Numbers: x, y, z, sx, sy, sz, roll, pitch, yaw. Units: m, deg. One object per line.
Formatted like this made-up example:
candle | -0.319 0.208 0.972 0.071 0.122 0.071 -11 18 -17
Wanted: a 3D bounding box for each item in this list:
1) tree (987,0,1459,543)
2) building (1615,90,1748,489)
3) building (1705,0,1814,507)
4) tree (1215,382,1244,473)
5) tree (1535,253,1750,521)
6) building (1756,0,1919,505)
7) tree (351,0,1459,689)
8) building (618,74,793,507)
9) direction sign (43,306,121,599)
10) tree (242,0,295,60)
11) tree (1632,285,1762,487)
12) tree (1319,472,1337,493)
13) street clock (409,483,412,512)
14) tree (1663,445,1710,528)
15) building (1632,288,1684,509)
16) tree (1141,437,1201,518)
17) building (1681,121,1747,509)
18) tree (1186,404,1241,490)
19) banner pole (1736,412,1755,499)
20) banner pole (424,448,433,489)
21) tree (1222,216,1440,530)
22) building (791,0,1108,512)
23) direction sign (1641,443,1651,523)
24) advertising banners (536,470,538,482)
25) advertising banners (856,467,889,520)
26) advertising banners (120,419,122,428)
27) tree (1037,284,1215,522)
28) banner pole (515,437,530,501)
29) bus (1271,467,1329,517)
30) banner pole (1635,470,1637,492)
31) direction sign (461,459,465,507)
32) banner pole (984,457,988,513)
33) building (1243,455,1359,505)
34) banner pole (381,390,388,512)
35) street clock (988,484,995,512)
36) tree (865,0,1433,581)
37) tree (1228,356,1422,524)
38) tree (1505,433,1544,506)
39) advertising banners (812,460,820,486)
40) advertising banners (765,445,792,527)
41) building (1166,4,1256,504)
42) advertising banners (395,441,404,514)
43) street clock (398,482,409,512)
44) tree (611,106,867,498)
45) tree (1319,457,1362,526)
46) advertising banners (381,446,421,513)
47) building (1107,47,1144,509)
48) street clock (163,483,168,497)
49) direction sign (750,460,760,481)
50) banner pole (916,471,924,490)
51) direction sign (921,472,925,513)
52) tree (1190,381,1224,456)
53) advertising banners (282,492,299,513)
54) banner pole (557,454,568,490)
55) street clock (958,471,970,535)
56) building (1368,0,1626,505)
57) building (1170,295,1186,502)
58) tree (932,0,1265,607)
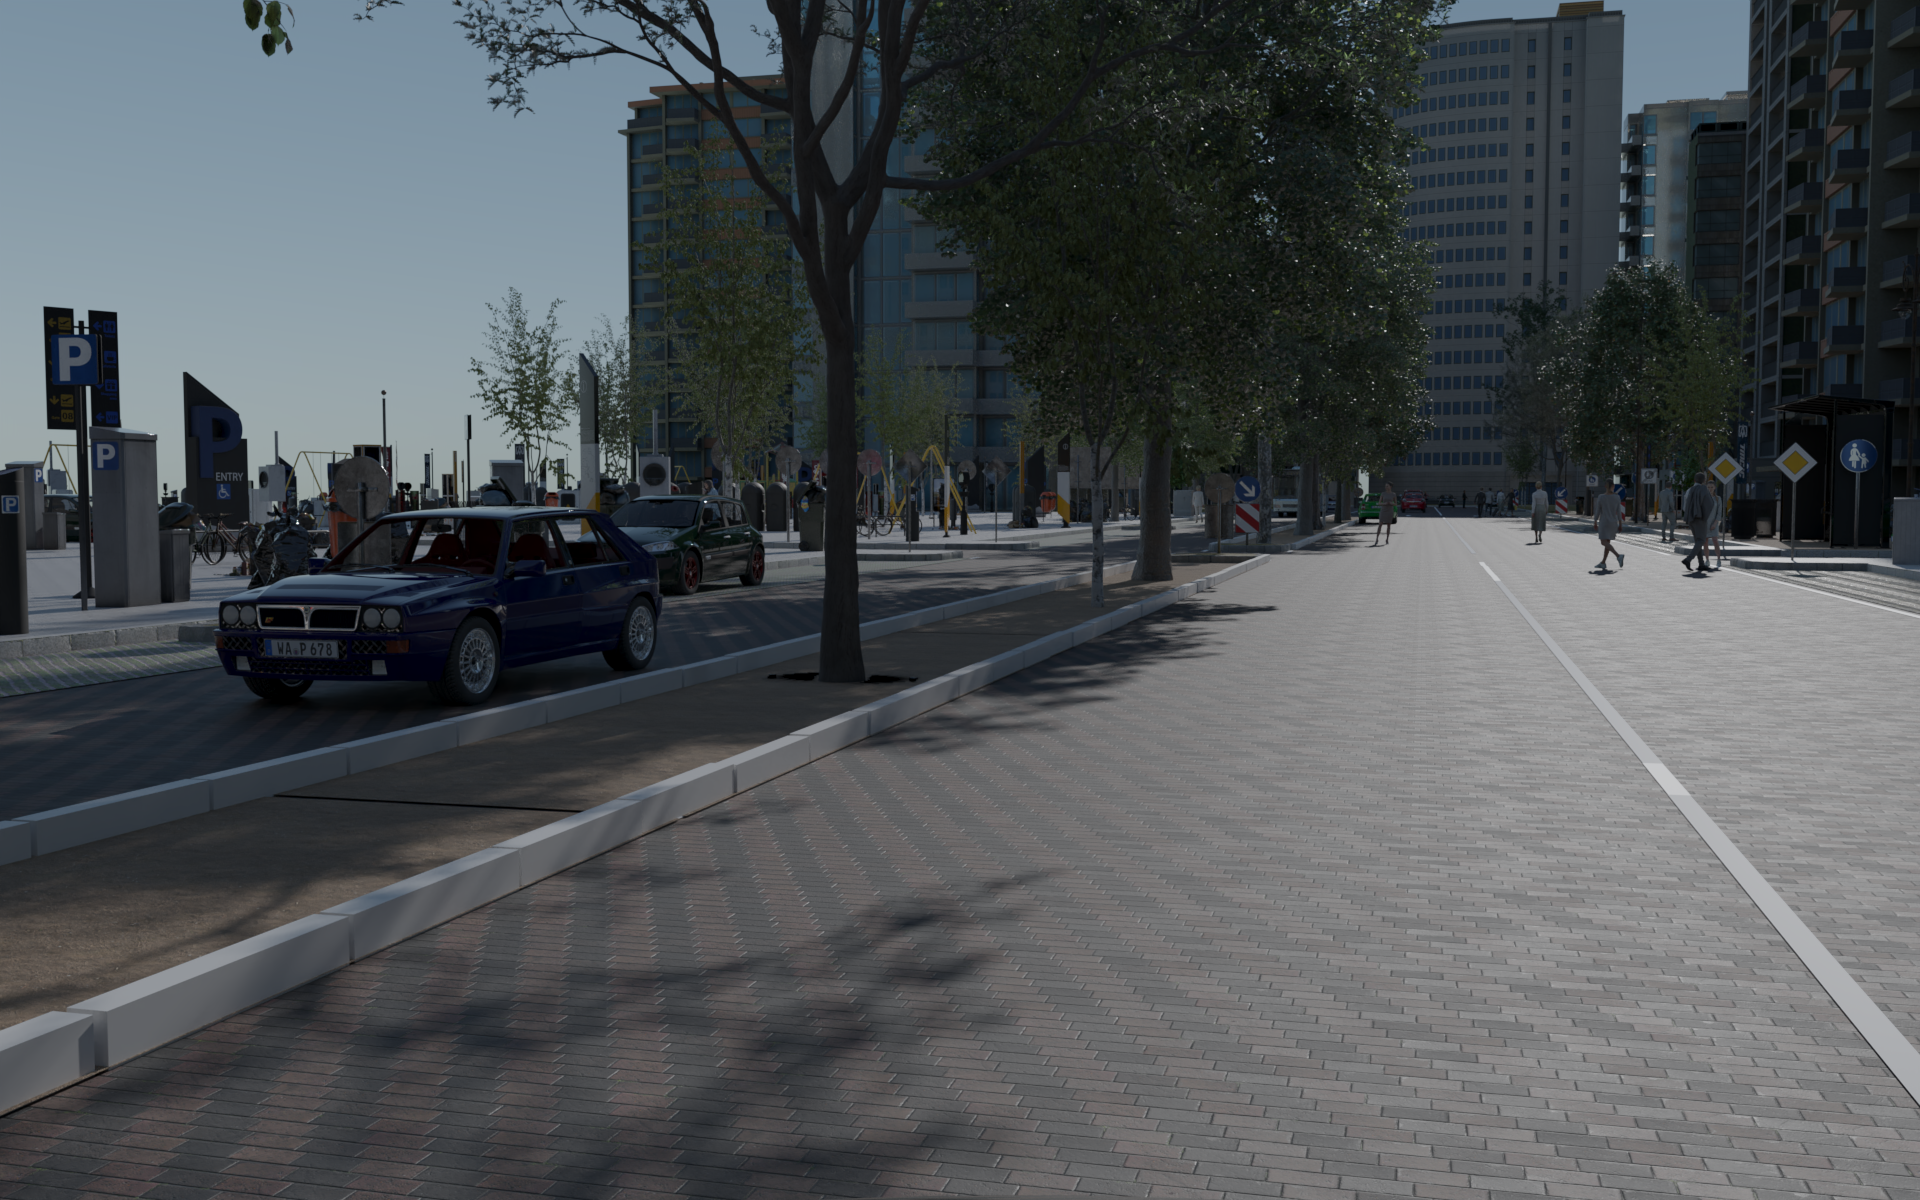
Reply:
tree | 7.502 -11.645 48.735 12.611 20.169 13.585 0 3 0
building | 94.069 -35.991 208.064 30.456 49.044 23.786 1 4 15
building | 63.853 -41.515 117.023 20.563 71.187 20.611 1 4 15
tree | 14.212 -11.396 104.454 7.486 12.596 7.792 0 3 0
tree | 32.622 -10.146 82.890 9.611 12.733 9.660 0 3 0
building | 57.599 -26.814 93.037 22.147 44.769 28.867 1 4 15
tree | -0.911 -6.107 12.676 12.009 13.543 11.850 0 3 0
building | -19.713 -32.380 184.044 28.867 44.769 22.147 1 4 15
direction sign | -10.749 -1.791 21.281 0.379 3.537 0.876 3 4 38
tree | -2.965 -3.170 4.648 4.360 8.622 3.978 0 3 0
tree | 25.800 -6.715 60.160 4.737 8.622 4.395 0 3 0
tree | 22.230 -9.051 100.797 4.360 8.622 3.978 0 3 0
street clock | -34.082 -6.258 106.883 0.358 2.002 0.471 3 5 44
tree | 28.204 -4.405 66.629 1.663 3.219 1.824 0 3 0
building | 77.110 -19.019 155.992 27.650 21.520 28.899 1 4 15
tree | 11.309 -6.712 93.449 4.285 4.588 4.351 0 3 0
building | 64.164 -22.288 136.117 14.160 30.474 14.107 1 4 15
tree | 16.772 -10.089 115.320 4.360 8.622 3.978 0 3 0
banner pole | 23.882 -3.832 52.663 0.863 3.779 0.401 -2 4 -26
banner pole | -28.899 -6.384 94.390 0.401 3.779 0.863 2 4 24
tree | 14.184 -9.149 69.050 9.611 12.733 9.660 0 3 0
building | 0.233 -31.784 139.284 23.786 49.044 30.456 1 4 15
direction sign | 30.543 -5.200 77.013 0.379 3.537 0.876 0 4 6
advertising banners | -29.266 -7.596 120.378 0.090 3.025 2.074 -2 4 -23
advertising banners | -4.570 -5.509 86.258 2.074 3.025 0.090 -1 4 -18
advertising banners | -20.367 -2.765 41.393 0.090 3.025 2.074 -3 5 -44
tree | 7.212 -9.934 80.544 7.486 12.596 7.792 0 3 0
banner pole | -19.000 -5.225 75.440 0.863 3.779 0.401 0 4 7
bus | 22.037 -7.146 111.697 2.948 3.499 13.247 1 4 16
banner pole | 37.436 -6.451 95.498 0.863 3.779 0.401 -2 4 -33
direction sign | -33.824 -7.699 117.879 0.379 3.537 0.876 0 4 -6
banner pole | 1.735 -7.693 115.796 0.401 3.779 0.863 1 4 21
building | 43.174 -27.310 218.226 14.107 30.474 14.160 1 4 15
banner pole | -13.908 -3.176 41.941 0.401 3.779 0.863 -1 4 -16
street clock | 2.230 -7.111 120.827 0.471 2.002 0.358 2 4 26
tree | 3.214 -7.297 28.412 9.857 13.997 8.962 0 3 0
tree | 18.425 -9.507 83.656 9.928 11.665 9.643 0 3 0
tree | 58.872 -14.077 180.527 4.360 8.622 3.978 0 3 0
advertising banners | -8.099 -5.658 88.693 2.074 3.025 0.090 0 4 -5
advertising banners | -6.891 -4.082 62.925 2.074 3.025 0.090 3 4 38
building | 26.568 -48.026 223.480 20.611 71.187 20.563 1 4 15
advertising banners | -18.721 -3.762 57.693 0.090 3.025 2.074 -1 4 -15
street clock | -33.659 -6.103 104.346 0.358 2.002 0.471 1 4 23
tree | -4.337 -5.117 34.024 4.737 8.622 4.395 0 3 0
tree | 16.193 -7.575 76.665 4.737 8.622 4.395 0 3 0
advertising banners | -20.732 -4.160 64.208 0.090 3.025 2.074 2 4 24
building | 10.082 -31.176 159.840 14.600 45.320 14.200 1 4 15
street clock | -51.894 -6.642 113.165 0.358 2.002 0.471 -1 4 -18
direction sign | -13.556 -7.496 114.564 0.379 3.537 0.876 3 5 43
banner pole | -2.875 -8.045 121.558 0.863 3.779 0.401 -2 4 -28
direction sign | -2.484 -7.575 115.855 0.379 3.537 0.876 0 4 -1
tree | 20.061 -12.282 126.572 9.928 11.665 9.643 0 3 0
advertising banners | -45.238 -7.321 115.884 2.074 3.025 0.090 1 4 10
banner pole | -24.554 -7.174 107.306 0.863 3.779 0.401 -1 4 -14
street clock | 0.121 -3.045 54.361 0.358 2.002 0.471 -1 4 -23
building | 65.307 -41.086 213.757 28.212 58.520 21.231 1 4 15
building | 15.987 -24.941 179.485 14.107 30.474 14.160 1 4 15
tree | 1.711 -4.190 21.334 4.737 8.622 4.395 0 3 0
